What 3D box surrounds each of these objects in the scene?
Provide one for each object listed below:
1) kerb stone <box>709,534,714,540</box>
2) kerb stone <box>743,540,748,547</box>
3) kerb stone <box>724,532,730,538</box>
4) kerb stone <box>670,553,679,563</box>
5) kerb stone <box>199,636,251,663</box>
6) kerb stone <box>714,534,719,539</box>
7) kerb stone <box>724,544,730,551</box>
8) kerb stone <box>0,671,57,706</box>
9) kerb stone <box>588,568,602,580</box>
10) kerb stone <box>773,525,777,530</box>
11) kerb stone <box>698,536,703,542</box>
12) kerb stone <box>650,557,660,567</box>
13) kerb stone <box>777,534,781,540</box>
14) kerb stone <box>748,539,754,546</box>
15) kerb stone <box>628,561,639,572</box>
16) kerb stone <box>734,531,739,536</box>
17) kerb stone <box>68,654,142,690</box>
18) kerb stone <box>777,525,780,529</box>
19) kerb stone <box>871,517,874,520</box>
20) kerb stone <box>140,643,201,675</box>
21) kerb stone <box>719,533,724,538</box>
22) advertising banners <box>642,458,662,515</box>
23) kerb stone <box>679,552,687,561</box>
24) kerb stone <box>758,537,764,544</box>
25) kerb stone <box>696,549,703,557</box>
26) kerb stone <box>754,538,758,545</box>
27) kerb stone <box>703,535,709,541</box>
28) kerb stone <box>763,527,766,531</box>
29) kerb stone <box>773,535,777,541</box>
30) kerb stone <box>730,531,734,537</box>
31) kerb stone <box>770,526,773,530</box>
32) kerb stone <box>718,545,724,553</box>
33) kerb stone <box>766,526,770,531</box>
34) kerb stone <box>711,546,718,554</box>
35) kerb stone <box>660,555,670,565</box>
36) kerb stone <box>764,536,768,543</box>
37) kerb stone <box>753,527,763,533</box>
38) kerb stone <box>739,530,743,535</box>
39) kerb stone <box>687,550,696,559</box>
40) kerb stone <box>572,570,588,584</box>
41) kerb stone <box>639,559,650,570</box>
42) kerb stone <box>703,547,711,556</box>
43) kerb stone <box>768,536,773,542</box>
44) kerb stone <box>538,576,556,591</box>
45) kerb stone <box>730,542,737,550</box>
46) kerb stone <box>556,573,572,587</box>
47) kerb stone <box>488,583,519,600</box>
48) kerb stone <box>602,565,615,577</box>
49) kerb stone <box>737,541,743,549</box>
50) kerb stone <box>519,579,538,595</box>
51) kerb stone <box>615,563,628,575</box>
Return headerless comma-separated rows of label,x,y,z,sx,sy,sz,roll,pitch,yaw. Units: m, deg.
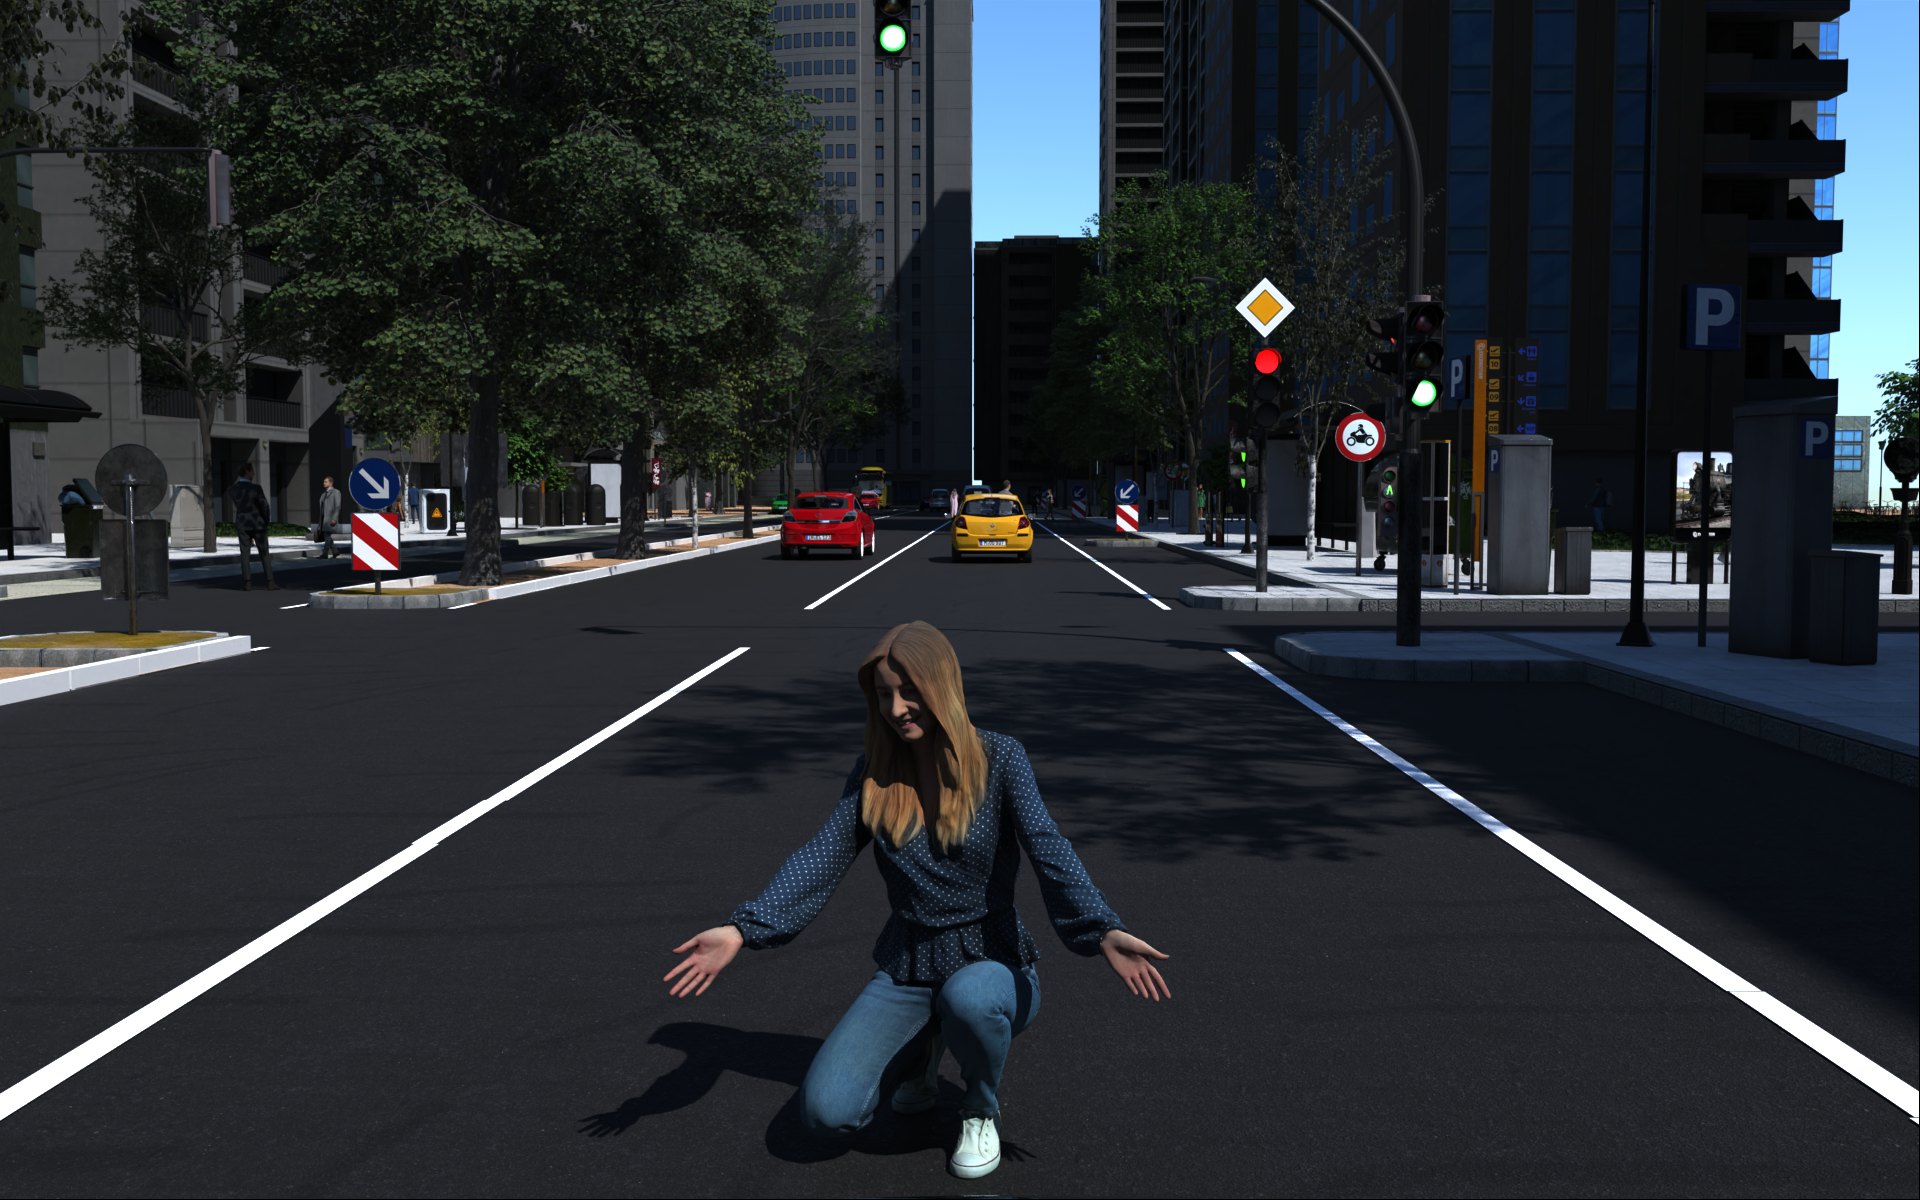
kerb stone,-7.842,-1.925,53.674,0.120,0.150,1.000,0,4,1
kerb stone,-5.885,-1.485,46.483,0.120,0.150,1.000,0,4,1
kerb stone,-7.772,-2.112,56.749,0.120,0.150,1.000,0,4,1
kerb stone,-6.075,-0.855,36.212,0.120,0.150,1.000,0,4,1
kerb stone,-6.491,0.429,15.181,0.120,0.150,1.000,0,4,1
kerb stone,-7.816,-1.988,54.702,0.120,0.150,1.000,0,4,1
kerb stone,-5.954,-1.297,43.409,0.120,0.150,1.000,0,4,1
kerb stone,-6.550,0.617,12.106,0.120,0.150,1.000,0,4,1
kerb stone,-6.220,-0.414,29.052,0.120,0.150,1.000,0,4,1
kerb stone,-7.537,-2.867,69.072,0.120,0.150,1.000,0,4,1
kerb stone,-7.880,-1.800,51.630,0.120,0.150,1.000,0,4,1
kerb stone,-6.115,-0.732,34.167,0.120,0.150,1.000,0,4,1
kerb stone,-5.738,-1.925,53.667,0.120,0.150,1.000,0,4,1
kerb stone,-5.857,-1.548,47.512,0.120,0.150,1.000,0,4,1
kerb stone,-6.161,-0.607,32.119,0.120,0.150,1.000,0,4,1
kerb stone,-7.740,-2.240,58.814,0.120,0.150,1.000,0,4,1
kerb stone,-6.533,0.554,13.137,0.120,0.150,1.000,0,4,1
kerb stone,-7.512,-2.930,70.106,0.120,0.150,1.000,0,4,1
kerb stone,-4.880,-4.555,96.747,0.120,0.150,1.000,0,4,1
kerb stone,-6.516,0.492,14.159,0.120,0.150,1.000,0,4,1
kerb stone,-7.800,-2.046,55.727,0.120,0.150,1.000,0,4,1
advertising banners,-15.434,-5.361,83.837,2.074,3.025,0.090,-1,4,-16
kerb stone,-6.063,-0.920,37.239,0.120,0.150,1.000,0,4,1
kerb stone,-5.813,-1.674,49.560,0.120,0.150,1.000,0,4,1
kerb stone,-6.024,-1.037,39.299,0.120,0.150,1.000,0,4,1
kerb stone,-5.848,-1.605,48.538,0.120,0.150,1.000,0,4,1
kerb stone,-7.855,-1.862,52.652,0.120,0.150,1.000,0,4,1
kerb stone,-7.602,-2.679,65.995,0.120,0.150,1.000,0,4,1
kerb stone,-5.768,-1.862,52.645,0.120,0.150,1.000,0,4,1
kerb stone,-7.753,-2.172,57.780,0.120,0.150,1.000,0,4,1
kerb stone,-7.551,-2.805,68.050,0.120,0.150,1.000,0,4,1
kerb stone,-5.965,-1.234,42.379,0.120,0.150,1.000,0,4,1
kerb stone,-7.577,-2.742,67.026,0.120,0.150,1.000,0,4,1
kerb stone,-5.982,-1.171,41.355,0.120,0.150,1.000,0,4,1
kerb stone,-6.101,-0.795,35.189,0.120,0.150,1.000,0,4,1
kerb stone,-5.799,-1.737,50.591,0.120,0.150,1.000,0,4,1
kerb stone,-7.618,-2.615,64.956,0.120,0.150,1.000,0,4,1
kerb stone,-7.713,-2.300,59.836,0.120,0.150,1.000,0,4,1
kerb stone,-6.036,-0.983,38.269,0.120,0.150,1.000,0,4,1
kerb stone,-6.239,-0.356,28.023,0.120,0.150,1.000,0,4,1
kerb stone,-6.142,-0.669,33.142,0.120,0.150,1.000,0,4,1
kerb stone,-6.003,-1.109,40.324,0.120,0.150,1.000,0,4,1
kerb stone,-5.774,-1.799,51.613,0.120,0.150,1.000,0,4,1
kerb stone,-6.284,-0.231,25.970,0.120,0.150,1.000,0,4,1
kerb stone,-5.921,-1.355,44.439,0.120,0.150,1.000,0,4,1
kerb stone,-6.268,-0.294,27.001,0.120,0.150,1.000,0,4,1
kerb stone,-6.319,-0.105,23.920,0.120,0.150,1.000,0,4,1
kerb stone,-6.202,-0.482,30.074,0.120,0.150,1.000,0,4,1
kerb stone,-5.896,-1.423,45.461,0.120,0.150,1.000,0,4,1
kerb stone,-6.307,-0.167,24.949,0.120,0.150,1.000,0,4,1
kerb stone,-6.177,-0.544,31.095,0.120,0.150,1.000,0,4,1
